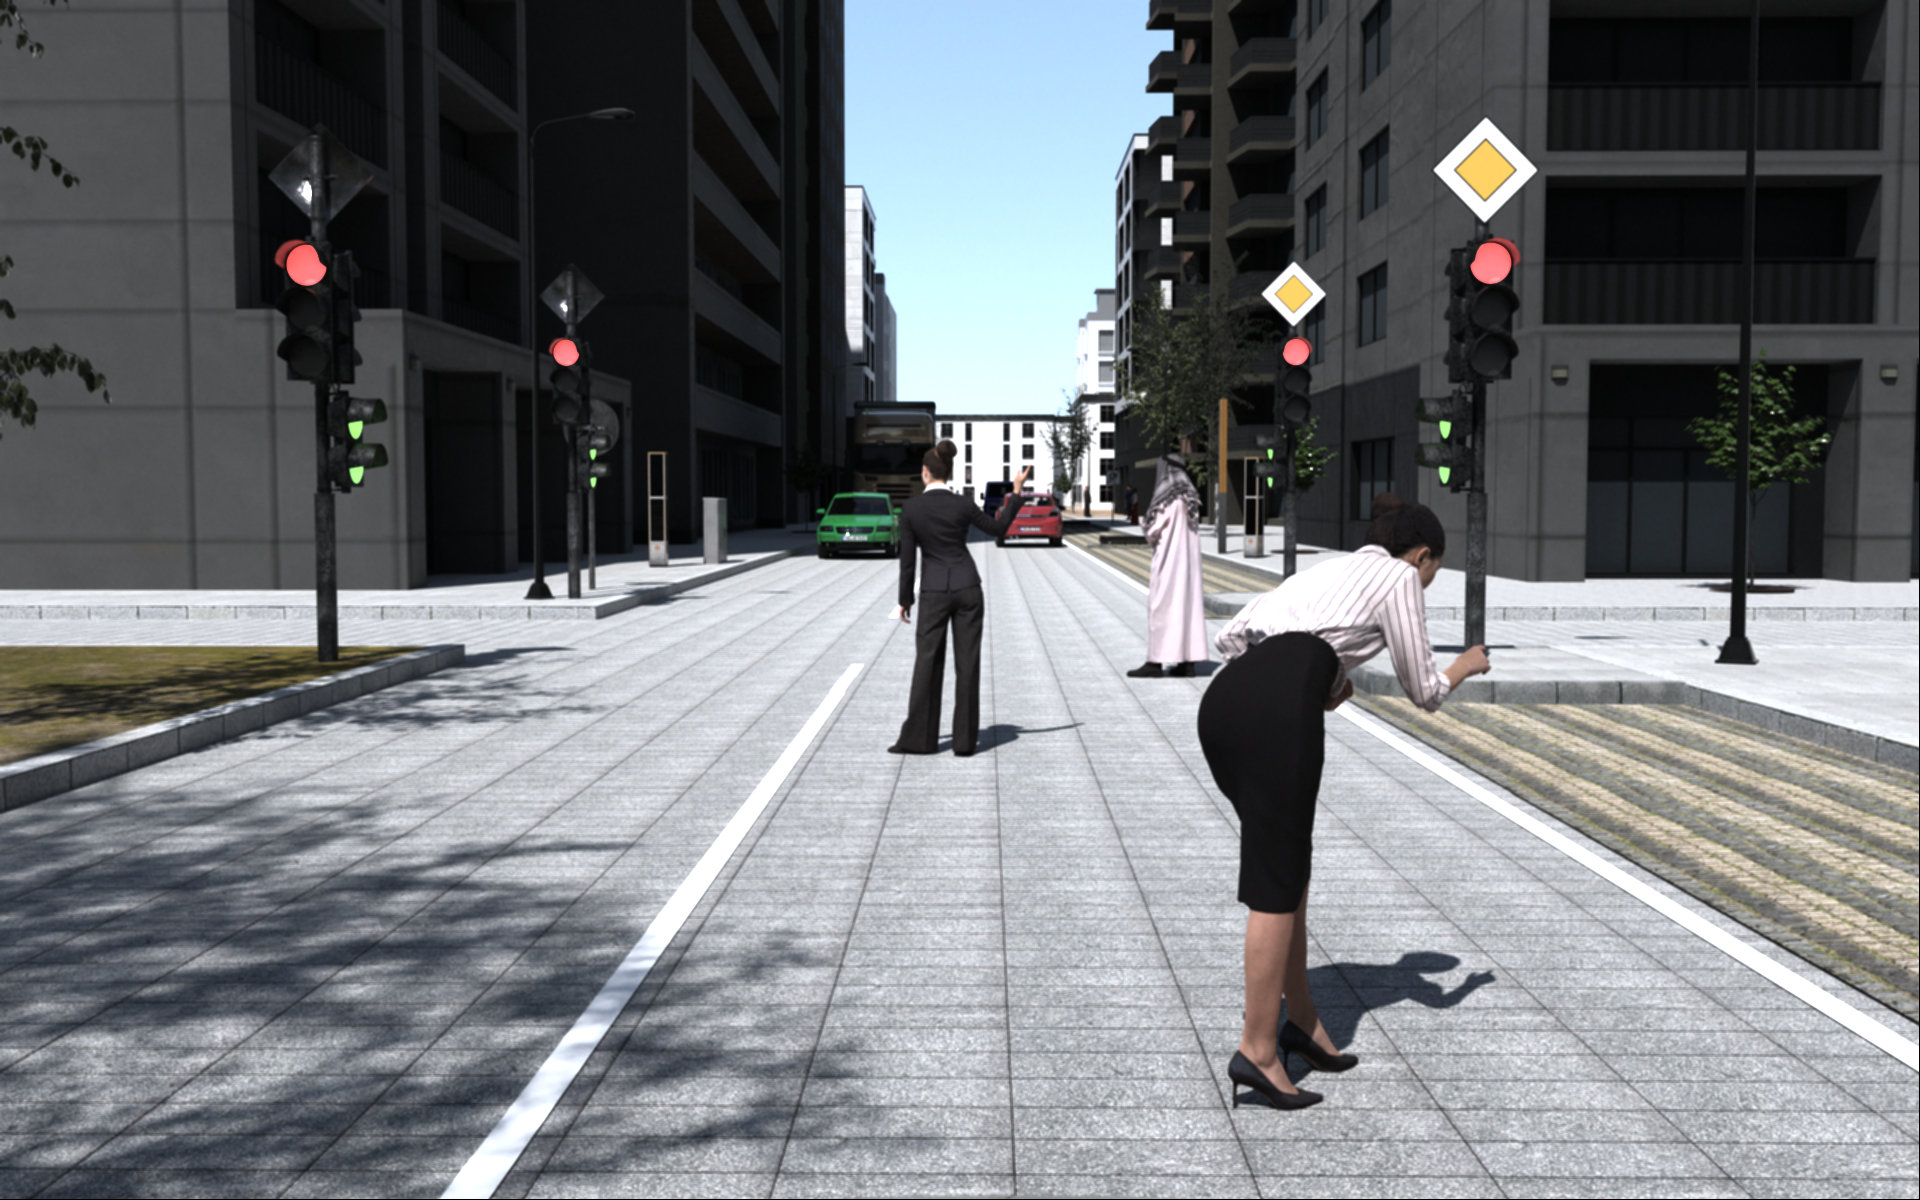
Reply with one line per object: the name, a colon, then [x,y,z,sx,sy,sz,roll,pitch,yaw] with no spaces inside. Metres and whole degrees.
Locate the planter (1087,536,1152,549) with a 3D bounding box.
planter: [4.392,-1.527,46.108,1.991,0.319,1.994,0,4,1]

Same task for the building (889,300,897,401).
building: [-22.075,-18.118,162.694,31.486,18.905,16.747,0,4,1]

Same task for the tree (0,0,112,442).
tree: [-5.873,-3.544,8.309,4.360,8.622,3.978,0,3,0]

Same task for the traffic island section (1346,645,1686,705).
traffic island section: [3.932,0.557,13.170,2.009,0.180,2.903,0,4,1]

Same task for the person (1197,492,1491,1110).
person: [0.925,0.458,4.200,0.628,1.438,0.799,1,4,22]

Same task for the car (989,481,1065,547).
car: [1.871,-2.384,48.012,2.155,1.783,4.494,0,4,0]

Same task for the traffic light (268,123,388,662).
traffic light: [-4.829,-1.483,13.164,0.839,4.253,0.868,0,4,1]

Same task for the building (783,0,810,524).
building: [-13.976,-23.703,71.133,14.154,41.232,14.086,0,4,1]

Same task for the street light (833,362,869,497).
street light: [-3.903,-5.426,61.252,1.470,5.913,1.316,0,4,1]

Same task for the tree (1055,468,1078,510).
tree: [7.745,-8.204,128.738,1.663,3.219,1.824,0,3,0]

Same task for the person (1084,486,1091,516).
person: [7.400,-5.727,100.225,0.434,1.755,0.990,2,4,26]

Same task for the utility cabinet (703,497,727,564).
utility cabinet: [-4.547,-1.290,32.248,0.306,1.237,1.020,0,4,1]

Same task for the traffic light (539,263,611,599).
traffic light: [-4.715,-1.971,21.148,0.839,4.253,0.868,0,4,1]

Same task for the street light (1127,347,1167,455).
street light: [5.984,-5.044,55.014,1.470,5.913,1.316,0,4,1]

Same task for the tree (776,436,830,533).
tree: [-5.012,-3.839,57.368,1.663,3.219,1.824,0,3,0]

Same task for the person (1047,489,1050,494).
person: [7.777,-9.062,154.721,0.721,1.766,1.217,1,4,10]

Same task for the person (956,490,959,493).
person: [-0.174,-7.322,128.899,1.217,1.739,0.721,0,4,-7]

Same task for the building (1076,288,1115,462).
building: [19.116,-18.854,164.679,16.016,20.091,11.380,0,4,1]

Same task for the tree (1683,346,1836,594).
tree: [10.539,-1.715,22.643,1.663,3.219,1.824,0,3,0]

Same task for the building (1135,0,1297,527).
building: [19.993,-25.904,78.162,22.147,44.769,28.867,0,4,1]

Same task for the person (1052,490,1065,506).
person: [8.231,-8.565,146.072,1.348,1.826,0.705,2,4,24]

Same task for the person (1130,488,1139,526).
person: [7.063,-3.770,70.142,0.387,1.526,0.523,0,4,2]

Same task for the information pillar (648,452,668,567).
information pillar: [-5.306,-1.587,30.445,0.304,2.012,0.304,0,4,-2]

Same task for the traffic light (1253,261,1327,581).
traffic light: [4.006,-1.965,21.041,0.839,4.253,0.868,0,4,1]

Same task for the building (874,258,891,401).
building: [-13.468,-17.035,134.936,16.016,20.091,11.380,0,4,1]

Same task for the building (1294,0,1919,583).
building: [18.732,-36.379,33.055,20.611,71.187,20.563,0,4,1]

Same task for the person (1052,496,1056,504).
person: [3.442,-3.241,65.405,0.340,1.345,0.435,2,4,24]

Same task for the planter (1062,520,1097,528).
planter: [4.784,-3.206,73.557,1.991,0.319,1.994,0,4,1]

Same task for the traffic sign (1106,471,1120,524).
traffic sign: [6.621,-4.458,75.012,0.606,2.300,0.079,0,4,2]

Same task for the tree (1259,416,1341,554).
tree: [7.235,-2.632,37.641,1.663,3.219,1.824,0,3,0]

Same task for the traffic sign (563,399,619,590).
traffic sign: [-4.947,-1.414,23.219,0.768,2.556,0.104,0,4,3]

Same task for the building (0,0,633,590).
building: [-17.417,-36.275,31.346,20.563,71.187,20.611,0,4,1]

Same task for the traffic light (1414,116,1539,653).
traffic light: [3.892,-1.476,13.056,0.839,4.253,0.868,0,4,1]

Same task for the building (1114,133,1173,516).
building: [24.009,-16.549,114.549,27.936,21.610,32.646,0,4,1]

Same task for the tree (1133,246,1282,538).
tree: [7.333,-6.140,50.760,4.360,8.622,3.978,0,3,0]

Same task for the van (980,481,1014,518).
van: [2.125,-4.980,85.810,2.240,2.365,5.245,0,4,1]

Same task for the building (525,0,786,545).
building: [-17.320,-26.263,53.104,21.300,48.544,21.600,0,4,1]

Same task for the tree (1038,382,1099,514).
tree: [7.315,-10.000,113.869,4.360,8.622,3.978,0,3,0]

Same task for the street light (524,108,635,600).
street light: [-4.614,-2.966,21.038,1.470,5.913,1.316,0,4,1]

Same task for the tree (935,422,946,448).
tree: [-3.210,-13.621,173.067,4.360,8.622,3.978,0,3,0]

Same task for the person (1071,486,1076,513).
person: [7.798,-6.933,119.030,0.705,1.869,1.348,0,4,-1]

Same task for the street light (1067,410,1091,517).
street light: [6.586,-7.530,95.650,1.470,5.913,1.316,0,4,1]

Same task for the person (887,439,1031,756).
person: [0.006,-0.019,9.607,0.742,1.727,0.445,-2,4,-33]

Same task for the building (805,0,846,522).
building: [-13.139,-26.606,85.115,14.600,45.320,14.200,0,4,1]

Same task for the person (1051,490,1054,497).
person: [9.184,-10.093,171.983,0.530,1.710,0.541,0,4,3]

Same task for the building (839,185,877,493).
building: [-20.390,-16.454,112.998,27.936,21.610,32.646,0,4,1]

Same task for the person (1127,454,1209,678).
person: [1.656,-0.271,13.602,0.621,1.740,0.551,1,4,20]

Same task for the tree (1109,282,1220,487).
tree: [7.276,-6.680,59.585,4.737,8.622,4.395,0,3,0]

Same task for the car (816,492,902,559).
car: [-2.264,-1.897,39.817,1.959,1.807,4.718,0,4,1]

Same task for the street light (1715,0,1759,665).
street light: [5.375,-2.476,13.022,1.470,5.913,1.316,0,4,1]

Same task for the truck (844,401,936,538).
truck: [-2.007,-4.019,54.627,2.839,4.237,11.283,0,4,-1]

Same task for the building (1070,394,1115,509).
building: [14.719,-12.428,145.351,9.099,9.664,28.070,0,4,1]

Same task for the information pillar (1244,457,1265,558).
information pillar: [5.904,-1.851,34.761,0.304,2.012,0.304,2,4,35]

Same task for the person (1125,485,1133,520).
person: [8.334,-4.814,85.454,0.504,1.737,0.576,2,4,35]

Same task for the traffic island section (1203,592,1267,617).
traffic island section: [4.045,0.069,21.154,2.009,0.180,2.903,0,4,1]

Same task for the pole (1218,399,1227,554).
pole: [5.647,-2.653,37.227,0.158,3.312,0.155,0,3,0]

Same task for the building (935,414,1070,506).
building: [9.924,-14.958,186.707,28.070,9.664,9.099,0,4,1]
